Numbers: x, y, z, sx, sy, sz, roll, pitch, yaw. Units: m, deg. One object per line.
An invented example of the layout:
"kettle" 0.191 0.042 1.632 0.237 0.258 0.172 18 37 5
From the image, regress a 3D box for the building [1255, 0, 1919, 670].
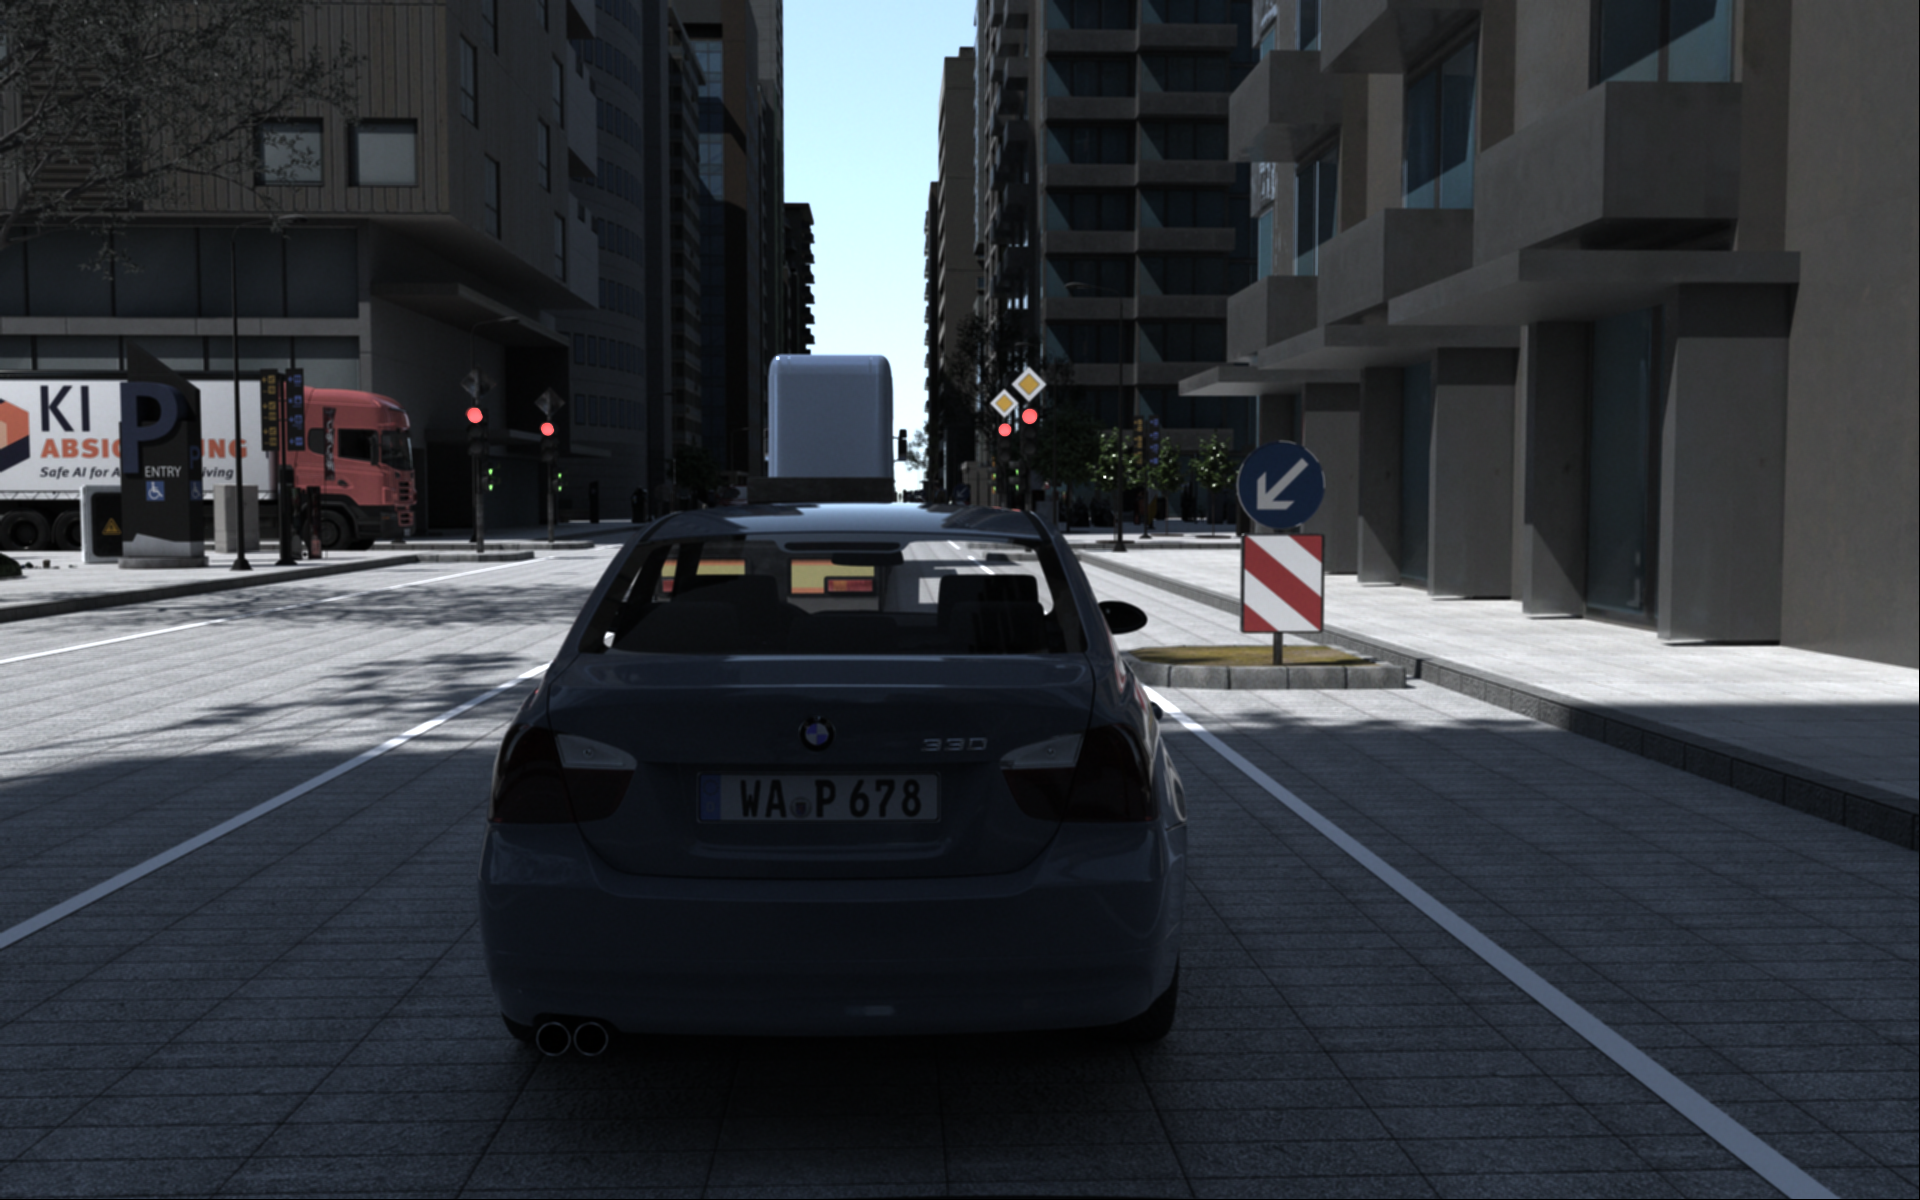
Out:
"building" 16.109 -24.593 21.710 23.786 49.044 30.456 0 4 -2

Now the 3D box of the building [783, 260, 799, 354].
"building" -26.952 -26.886 211.292 14.160 30.474 14.107 0 4 -2

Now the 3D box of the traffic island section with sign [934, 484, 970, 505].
"traffic island section with sign" -0.074 -3.672 68.659 1.989 1.847 2.006 0 4 -2

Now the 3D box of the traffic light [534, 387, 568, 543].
"traffic light" -10.790 -3.471 45.673 0.839 4.253 0.868 0 4 -2

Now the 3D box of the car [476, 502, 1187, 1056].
"car" -0.320 0.378 5.817 2.014 1.417 4.499 0 4 -1

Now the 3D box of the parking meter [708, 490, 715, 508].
"parking meter" -14.724 -5.767 102.704 0.372 1.533 0.369 0 3 0

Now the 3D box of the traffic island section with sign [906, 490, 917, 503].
"traffic island section with sign" -3.293 -8.362 145.345 1.989 1.847 2.006 0 4 -2

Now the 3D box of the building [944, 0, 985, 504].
"building" 10.159 -51.715 158.213 22.319 86.520 31.000 0 4 -2

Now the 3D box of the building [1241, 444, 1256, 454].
"building" 24.622 -24.650 57.654 28.867 44.769 22.147 0 4 -2

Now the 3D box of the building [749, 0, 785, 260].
"building" -31.328 -48.254 227.208 20.563 71.187 20.611 0 4 -2

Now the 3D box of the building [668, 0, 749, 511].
"building" -32.828 -26.926 132.121 32.217 40.220 23.993 0 4 -2

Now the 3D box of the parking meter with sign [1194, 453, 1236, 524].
"parking meter with sign" 10.901 -4.748 73.893 1.738 3.016 0.543 0 4 -1

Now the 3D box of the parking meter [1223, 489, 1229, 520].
"parking meter" 13.015 -4.688 85.061 0.372 1.533 0.369 0 3 0

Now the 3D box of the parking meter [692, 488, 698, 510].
"parking meter" -17.122 -6.487 111.768 0.255 1.863 0.399 -3 4 -37

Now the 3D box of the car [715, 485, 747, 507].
"car" -8.663 -3.742 69.852 2.281 1.827 5.304 0 4 -1

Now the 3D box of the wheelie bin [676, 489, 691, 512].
"wheelie bin" -18.240 -6.500 114.184 0.980 1.594 0.693 -1 4 -14

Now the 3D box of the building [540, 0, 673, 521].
"building" -27.903 -33.673 92.550 21.231 58.520 28.212 0 4 -2

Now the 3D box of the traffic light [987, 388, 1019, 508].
"traffic light" 1.160 -3.503 46.189 0.839 4.253 0.868 0 4 -2

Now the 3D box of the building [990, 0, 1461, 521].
"building" 13.395 -29.681 104.886 23.786 49.044 30.456 0 4 -2

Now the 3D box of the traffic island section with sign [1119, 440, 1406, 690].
"traffic island section with sign" 2.247 -0.306 13.630 1.989 1.847 2.006 0 4 -2

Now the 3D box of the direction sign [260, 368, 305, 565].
"direction sign" -12.237 -2.407 31.346 0.876 3.537 0.379 1 4 15

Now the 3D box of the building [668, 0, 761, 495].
"building" -24.980 -30.658 151.372 14.600 45.320 14.200 0 4 -2

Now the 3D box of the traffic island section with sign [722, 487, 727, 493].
"traffic island section with sign" -12.929 -5.318 95.583 1.989 1.847 2.006 0 4 -2

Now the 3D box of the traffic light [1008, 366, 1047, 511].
"traffic light" 1.495 -3.015 38.211 0.839 4.253 0.868 0 4 -2

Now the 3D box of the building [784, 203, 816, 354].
"building" -32.468 -36.578 252.681 22.147 44.769 28.867 0 4 -2

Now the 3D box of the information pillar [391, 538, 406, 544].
"information pillar" -14.480 -3.266 44.750 0.504 3.616 0.183 1 4 22

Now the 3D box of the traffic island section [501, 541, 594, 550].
"traffic island section" -10.831 -1.439 45.806 2.009 0.180 2.903 0 4 -2

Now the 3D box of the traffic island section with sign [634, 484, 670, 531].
"traffic island section with sign" -11.796 -3.671 68.652 1.989 1.847 2.006 0 4 -2

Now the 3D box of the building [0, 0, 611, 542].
"building" -27.373 -28.605 56.930 28.713 52.752 27.495 0 4 -2

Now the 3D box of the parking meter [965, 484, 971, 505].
"parking meter" 0.458 -5.750 99.726 0.255 1.863 0.399 -1 4 -10

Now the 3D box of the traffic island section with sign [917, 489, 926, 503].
"traffic island section with sign" -1.220 -5.350 96.103 1.989 1.847 2.006 0 4 -2

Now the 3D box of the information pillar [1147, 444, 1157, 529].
"information pillar" 7.015 -4.390 63.139 0.183 3.616 0.504 3 4 38

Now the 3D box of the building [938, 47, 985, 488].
"building" 8.650 -34.366 185.583 21.300 48.544 21.600 0 4 -2

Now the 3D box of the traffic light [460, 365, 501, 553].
"traffic light" -10.455 -2.983 37.695 0.839 4.253 0.868 0 4 -2

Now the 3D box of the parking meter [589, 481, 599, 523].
"parking meter" -16.003 -4.282 75.717 0.399 1.863 0.255 0 4 -1

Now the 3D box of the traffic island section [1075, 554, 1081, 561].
"traffic island section" 1.536 -0.981 38.327 2.009 0.180 2.903 0 4 -2

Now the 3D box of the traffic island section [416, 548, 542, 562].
"traffic island section" -10.495 -0.951 37.828 2.009 0.180 2.903 0 4 -2

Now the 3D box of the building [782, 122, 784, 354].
"building" -25.723 -30.341 179.666 14.154 41.232 14.086 0 4 -2

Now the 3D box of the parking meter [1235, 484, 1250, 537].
"parking meter" 8.550 -2.852 52.335 0.399 1.863 0.255 -1 4 -19

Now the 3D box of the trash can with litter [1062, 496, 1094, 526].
"trash can with litter" 4.986 -3.649 70.718 1.678 1.210 2.233 0 4 3

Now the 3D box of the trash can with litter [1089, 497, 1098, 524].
"trash can with litter" 6.033 -3.822 73.881 1.055 1.170 0.624 0 4 -1

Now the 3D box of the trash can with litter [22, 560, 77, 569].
"trash can with litter" -16.341 -1.131 29.544 2.233 1.210 1.678 -2 4 -24

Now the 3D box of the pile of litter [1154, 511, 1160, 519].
"pile of litter" 9.598 -4.543 88.235 1.719 0.858 1.176 -3 4 -37

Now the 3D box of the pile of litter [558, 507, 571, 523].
"pile of litter" -17.895 -3.879 77.380 1.176 0.858 1.719 2 4 27

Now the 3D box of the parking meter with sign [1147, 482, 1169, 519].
"parking meter with sign" 9.969 -5.727 89.899 1.738 3.016 0.543 -1 4 -15

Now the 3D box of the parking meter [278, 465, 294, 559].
"parking meter" -13.285 -1.741 34.173 0.255 1.863 0.399 -2 4 -29

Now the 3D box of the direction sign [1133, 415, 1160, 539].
"direction sign" 5.352 -3.538 49.844 0.876 3.537 0.379 3 4 38

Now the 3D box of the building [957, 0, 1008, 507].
"building" 10.476 -42.479 132.782 20.563 71.187 20.611 0 4 -2

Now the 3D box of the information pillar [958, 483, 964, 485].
"information pillar" 0.067 -6.504 110.832 0.304 2.012 0.304 2 4 33

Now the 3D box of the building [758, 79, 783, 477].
"building" -24.820 -29.482 165.633 14.154 41.232 14.086 0 4 -2

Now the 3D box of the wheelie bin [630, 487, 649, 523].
"wheelie bin" -14.026 -4.161 75.937 0.693 1.594 0.980 0 4 4
